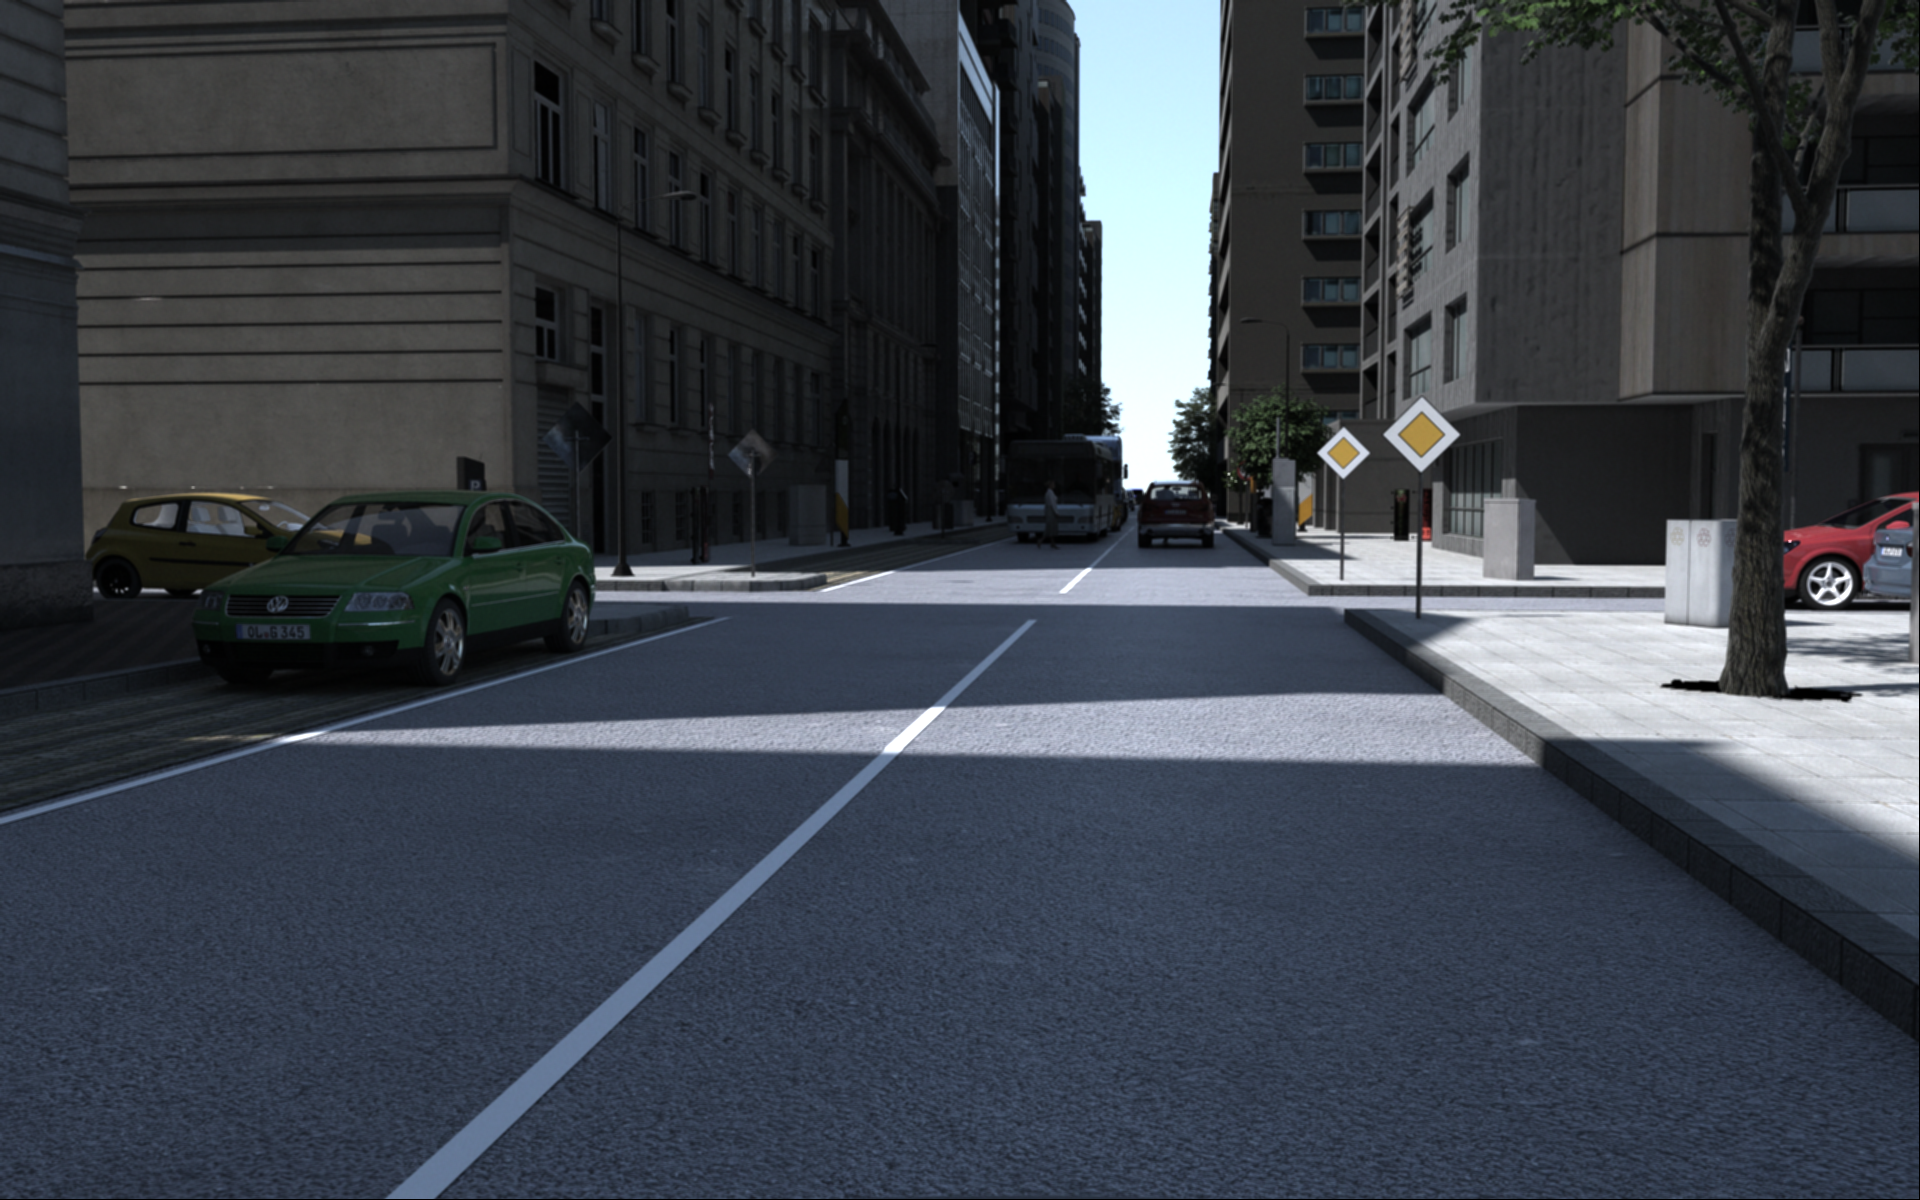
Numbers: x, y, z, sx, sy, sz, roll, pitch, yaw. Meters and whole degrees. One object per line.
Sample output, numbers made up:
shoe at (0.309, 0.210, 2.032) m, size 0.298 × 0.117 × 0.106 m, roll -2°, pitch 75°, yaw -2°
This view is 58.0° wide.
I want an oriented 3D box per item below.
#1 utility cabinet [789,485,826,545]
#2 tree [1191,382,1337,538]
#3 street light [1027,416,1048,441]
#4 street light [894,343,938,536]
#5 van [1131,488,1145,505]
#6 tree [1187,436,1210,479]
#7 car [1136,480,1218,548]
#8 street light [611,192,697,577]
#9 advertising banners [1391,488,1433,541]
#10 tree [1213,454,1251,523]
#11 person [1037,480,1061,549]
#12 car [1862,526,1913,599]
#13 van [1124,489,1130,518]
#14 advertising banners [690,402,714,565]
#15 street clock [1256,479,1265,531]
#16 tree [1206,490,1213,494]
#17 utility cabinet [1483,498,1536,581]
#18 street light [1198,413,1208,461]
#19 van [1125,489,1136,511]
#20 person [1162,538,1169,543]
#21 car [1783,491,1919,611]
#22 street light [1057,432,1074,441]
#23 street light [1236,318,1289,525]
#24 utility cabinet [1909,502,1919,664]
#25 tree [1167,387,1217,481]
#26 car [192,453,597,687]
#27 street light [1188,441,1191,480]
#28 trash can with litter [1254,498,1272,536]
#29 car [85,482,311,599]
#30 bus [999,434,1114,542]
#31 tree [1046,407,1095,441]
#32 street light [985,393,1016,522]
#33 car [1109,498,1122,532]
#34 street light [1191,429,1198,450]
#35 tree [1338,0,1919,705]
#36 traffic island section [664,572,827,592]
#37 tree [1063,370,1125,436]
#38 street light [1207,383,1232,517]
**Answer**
utility cabinet at (-3.828, -2.125, 43.421) m, size 0.318 × 1.500 × 1.173 m, roll 2°, pitch 4°, yaw 31°
tree at (9.324, -4.095, 50.670) m, size 4.285 × 4.588 × 4.351 m, roll 0°, pitch 3°, yaw 0°
street light at (4.539, -8.001, 103.360) m, size 1.470 × 5.913 × 1.316 m, roll 0°, pitch 4°, yaw 7°
street light at (-1.366, -4.951, 53.495) m, size 1.470 × 5.913 × 1.316 m, roll 0°, pitch 4°, yaw 7°
van at (18.934, -11.175, 187.099) m, size 2.240 × 2.365 × 5.245 m, roll 0°, pitch 4°, yaw 8°
tree at (29.133, -15.898, 210.286) m, size 4.737 × 8.622 × 4.395 m, roll 0°, pitch 3°, yaw 0°
car at (5.976, -2.393, 47.797) m, size 2.281 × 1.827 × 5.304 m, roll 0°, pitch 4°, yaw 8°
street light at (-4.734, -3.320, 26.816) m, size 1.470 × 5.913 × 1.316 m, roll 0°, pitch 4°, yaw 7°
advertising banners at (12.626, -3.106, 46.977) m, size 0.090 × 3.025 × 2.074 m, roll -3°, pitch 5°, yaw -43°
tree at (12.628, -5.130, 78.471) m, size 1.663 × 3.219 × 1.824 m, roll 0°, pitch 3°, yaw 0°
person at (2.301, -2.225, 45.108) m, size 0.641 × 1.798 × 0.478 m, roll 0°, pitch 4°, yaw 4°
car at (12.689, -0.457, 19.468) m, size 4.499 × 1.417 × 2.014 m, roll 0°, pitch 4°, yaw 6°
van at (9.289, -5.968, 104.590) m, size 2.013 × 2.044 × 4.112 m, roll 0°, pitch 4°, yaw 7°
advertising banners at (-4.787, -2.212, 32.360) m, size 0.090 × 3.025 × 2.074 m, roll 0°, pitch 4°, yaw 3°
street clock at (10.449, -3.414, 60.390) m, size 0.471 × 2.002 × 0.358 m, roll -3°, pitch 5°, yaw -45°
tree at (20.504, -8.739, 137.483) m, size 1.663 × 3.219 × 1.824 m, roll 0°, pitch 3°, yaw 0°
utility cabinet at (8.286, -0.916, 26.132) m, size 0.306 × 1.237 × 1.020 m, roll -1°, pitch 4°, yaw -12°
street light at (14.491, -7.735, 99.012) m, size 1.470 × 5.913 × 1.316 m, roll 0°, pitch 4°, yaw 7°
van at (14.116, -8.655, 148.526) m, size 2.013 × 2.044 × 4.112 m, roll 0°, pitch 4°, yaw 7°
person at (6.126, -2.621, 51.218) m, size 0.638 × 1.841 × 0.748 m, roll 2°, pitch 4°, yaw 30°
car at (12.036, -0.784, 21.862) m, size 4.494 × 1.783 × 2.155 m, roll 0°, pitch 4°, yaw 7°
street light at (7.866, -9.627, 129.936) m, size 1.470 × 5.913 × 1.316 m, roll 0°, pitch 4°, yaw 7°
street light at (8.100, -4.482, 45.828) m, size 1.470 × 5.913 × 1.316 m, roll 0°, pitch 4°, yaw 7°
utility cabinet at (7.742, -0.119, 13.104) m, size 1.020 × 1.237 × 0.306 m, roll -1°, pitch 4°, yaw -10°
tree at (25.359, -16.170, 182.509) m, size 7.486 × 12.596 × 7.792 m, roll 0°, pitch 3°, yaw 0°
car at (-4.480, -0.338, 14.327) m, size 1.959 × 1.807 × 4.718 m, roll 0°, pitch 4°, yaw 7°
street light at (20.527, -10.809, 149.276) m, size 1.470 × 5.913 × 1.316 m, roll 0°, pitch 4°, yaw 7°
trash can with litter at (9.374, -2.576, 53.503) m, size 0.624 × 1.170 × 1.055 m, roll 0°, pitch 4°, yaw 6°
car at (-9.798, -0.827, 23.747) m, size 3.980 × 1.641 × 2.015 m, roll 0°, pitch 4°, yaw 6°
bus at (3.334, -3.689, 55.180) m, size 2.948 × 3.499 × 13.247 m, roll 0°, pitch 4°, yaw 7°
tree at (9.406, -11.981, 146.243) m, size 4.737 × 8.622 × 4.395 m, roll 0°, pitch 3°, yaw 0°
street light at (1.883, -6.577, 80.081) m, size 1.470 × 5.913 × 1.316 m, roll 0°, pitch 4°, yaw 7°
car at (5.278, -3.460, 66.795) m, size 2.015 × 1.641 × 3.980 m, roll 1°, pitch 4°, yaw 9°
street light at (17.277, -9.183, 122.690) m, size 1.470 × 5.913 × 1.316 m, roll 0°, pitch 4°, yaw 7°
tree at (5.282, -5.198, 10.750) m, size 9.928 × 11.665 × 9.643 m, roll 0°, pitch 3°, yaw 0°
traffic island section at (-3.227, -0.279, 26.843) m, size 2.009 × 0.180 × 2.903 m, roll 0°, pitch 4°, yaw 7°
tree at (12.108, -16.603, 178.111) m, size 9.857 × 13.997 × 8.962 m, roll 0°, pitch 3°, yaw 0°
street light at (11.215, -6.109, 72.430) m, size 1.470 × 5.913 × 1.316 m, roll 0°, pitch 4°, yaw 7°
